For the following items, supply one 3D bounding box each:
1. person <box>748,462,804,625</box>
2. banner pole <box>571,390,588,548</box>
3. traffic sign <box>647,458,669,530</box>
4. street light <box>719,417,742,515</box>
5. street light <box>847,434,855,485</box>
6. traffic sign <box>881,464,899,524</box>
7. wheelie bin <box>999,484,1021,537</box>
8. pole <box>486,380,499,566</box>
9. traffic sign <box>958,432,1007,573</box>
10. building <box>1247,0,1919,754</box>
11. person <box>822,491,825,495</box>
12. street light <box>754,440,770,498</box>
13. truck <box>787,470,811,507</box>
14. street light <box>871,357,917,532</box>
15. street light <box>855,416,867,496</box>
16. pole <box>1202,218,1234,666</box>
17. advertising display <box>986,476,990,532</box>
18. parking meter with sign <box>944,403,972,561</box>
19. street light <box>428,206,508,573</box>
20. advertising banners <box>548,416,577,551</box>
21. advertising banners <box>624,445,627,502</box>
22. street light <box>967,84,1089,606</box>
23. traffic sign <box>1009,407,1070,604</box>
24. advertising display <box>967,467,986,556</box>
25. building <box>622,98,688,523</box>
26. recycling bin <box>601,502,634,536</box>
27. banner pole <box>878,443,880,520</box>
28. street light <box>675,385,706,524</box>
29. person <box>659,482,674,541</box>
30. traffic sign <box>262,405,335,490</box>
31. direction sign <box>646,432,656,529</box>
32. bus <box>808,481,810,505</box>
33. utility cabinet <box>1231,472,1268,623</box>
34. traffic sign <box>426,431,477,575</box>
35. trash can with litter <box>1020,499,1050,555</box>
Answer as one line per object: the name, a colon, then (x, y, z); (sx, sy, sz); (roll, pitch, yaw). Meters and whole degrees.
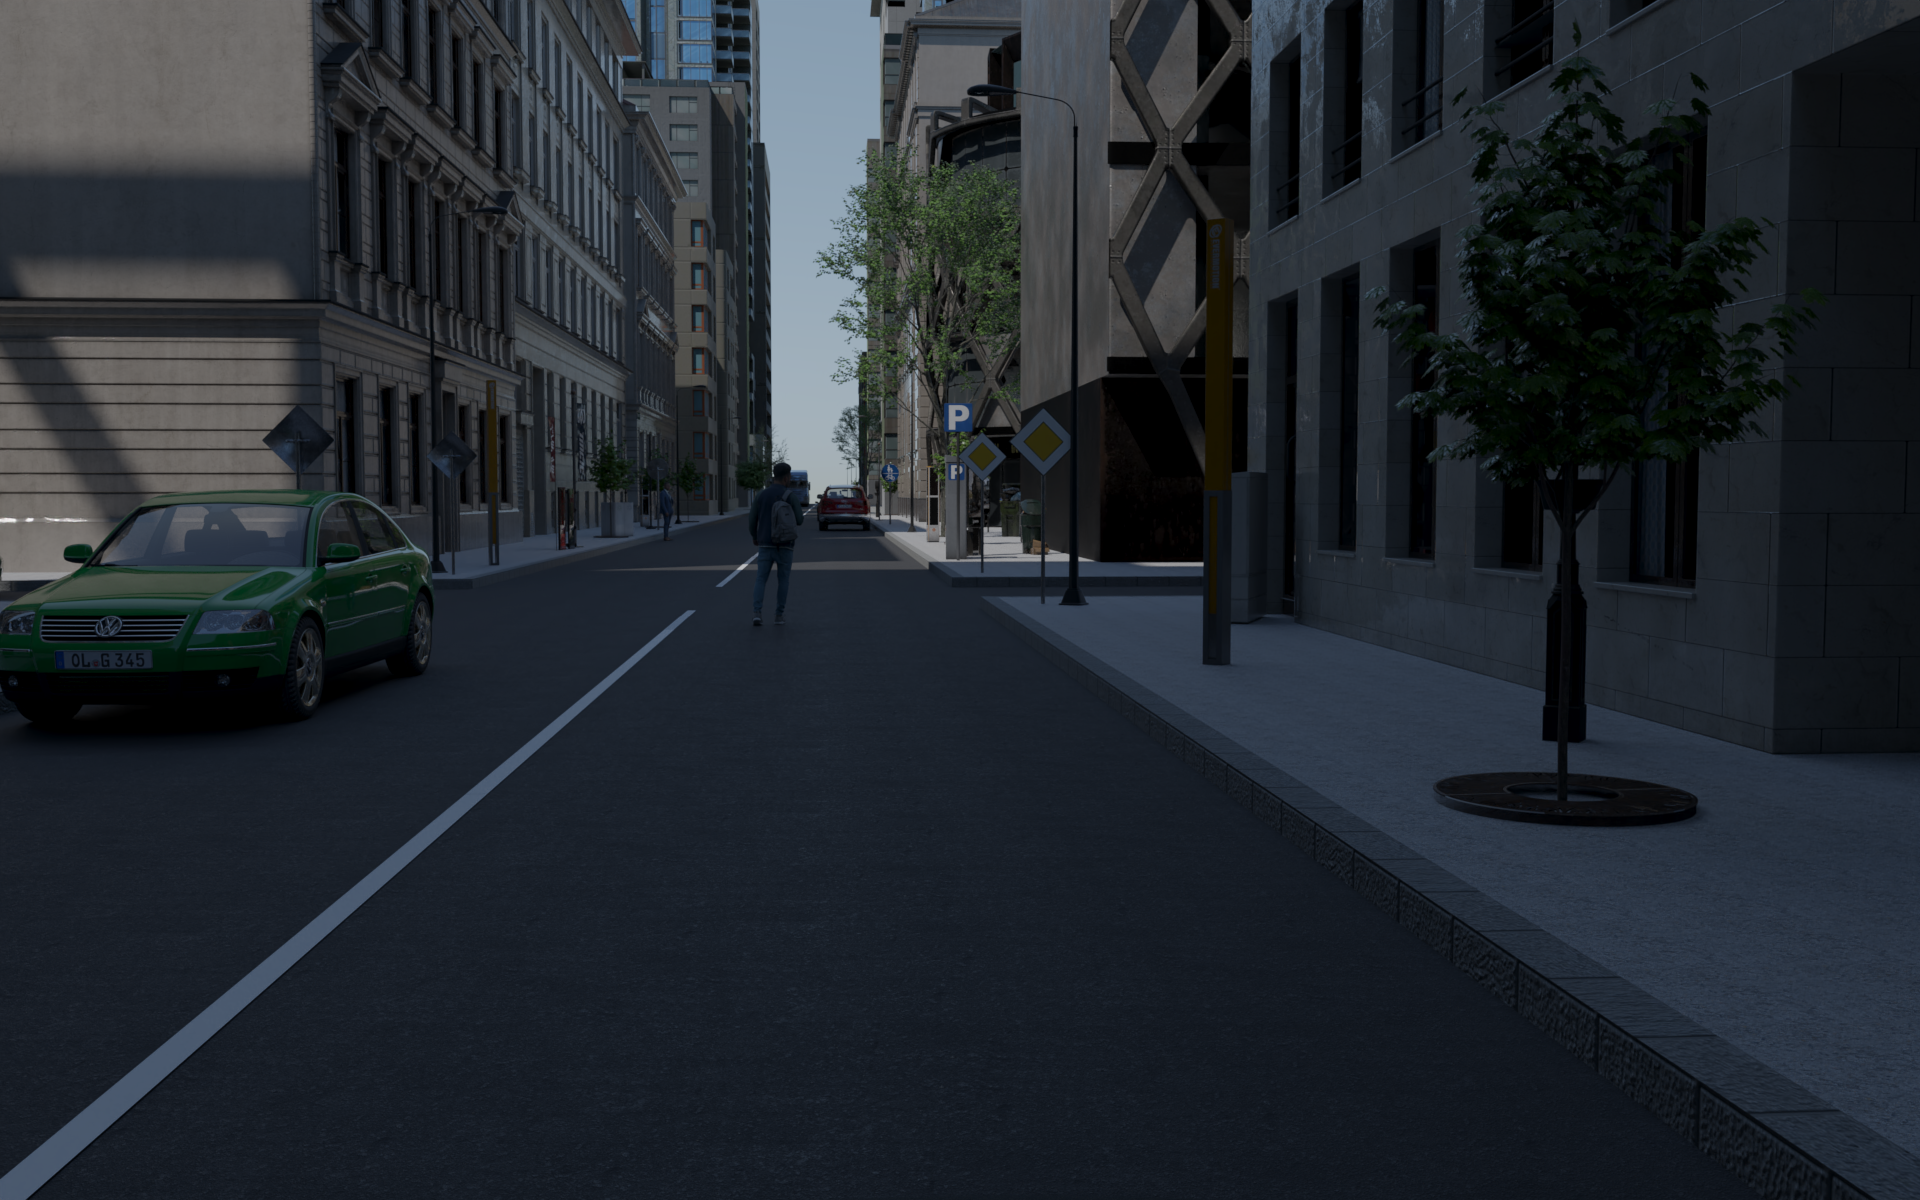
person: (-2.019, -0.623, 19.028); (0.623, 1.781, 0.721); (0, 4, -3)
banner pole: (-9.205, -3.169, 41.828); (0.401, 3.779, 0.863); (1, 4, 16)
traffic sign: (-10.754, -3.765, 61.667); (0.768, 2.556, 0.104); (0, 4, -1)
street light: (-13.826, -8.057, 104.265); (1.470, 5.913, 1.316); (0, 4, -4)
street light: (-7.822, -9.903, 134.458); (1.470, 5.913, 1.316); (0, 4, -4)
traffic sign: (-2.945, -4.463, 73.073); (0.768, 2.556, 0.104); (0, 4, 4)
wheelie bin: (1.607, -2.697, 52.002); (0.980, 1.594, 0.693); (1, 4, 21)
pole: (-8.389, -2.277, 31.077); (0.158, 3.312, 0.155); (0, 3, 0)
traffic sign: (0.360, -1.498, 28.132); (0.795, 2.450, 0.064); (0, 4, -4)
building: (8.995, -9.537, 10.678); (10.420, 20.320, 16.860); (0, 4, -4)
person: (-16.176, -12.145, 207.037); (1.348, 1.831, 0.705); (0, 4, -1)
street light: (-17.194, -10.823, 149.493); (1.470, 5.913, 1.316); (0, 4, -4)
truck: (-18.641, -12.791, 198.884); (2.967, 4.110, 18.799); (0, 4, -5)
street light: (-2.145, -5.219, 57.868); (1.470, 5.913, 1.316); (0, 4, -4)
street light: (-5.338, -7.950, 102.516); (1.470, 5.913, 1.316); (0, 4, -4)
pole: (1.933, -1.169, 12.951); (0.158, 3.312, 0.155); (0, 3, 0)
advertising display: (0.531, -3.213, 57.743); (0.974, 1.923, 0.123); (-1, 4, -16)
parking meter with sign: (-0.054, -2.317, 34.138); (0.543, 3.016, 1.738); (0, 4, -1)
street light: (-7.998, -3.397, 28.085); (1.470, 5.913, 1.316); (0, 4, -4)
advertising banners: (-9.132, -2.663, 39.722); (0.090, 3.025, 2.074); (0, 4, 3)
advertising banners: (-10.651, -3.609, 55.193); (0.090, 3.025, 2.074); (-1, 4, -10)
street light: (0.777, -2.893, 19.848); (1.470, 5.913, 1.316); (0, 4, -4)
traffic sign: (0.965, -1.011, 20.170); (0.795, 2.450, 0.064); (0, 4, -4)
advertising display: (0.279, -1.886, 36.047); (0.123, 1.923, 0.974); (1, 4, 19)
building: (-20.252, -15.324, 86.711); (11.583, 22.565, 21.152); (0, 4, -4)
recycling bin: (-10.411, -2.449, 52.601); (0.722, 1.027, 0.722); (3, 5, 42)
banner pole: (-3.966, -5.795, 84.768); (0.401, 3.779, 0.863); (0, 4, -6)
street light: (-11.480, -6.191, 73.759); (1.470, 5.913, 1.316); (0, 4, -4)
person: (-9.058, -2.737, 53.439); (0.419, 1.800, 0.721); (0, 4, 5)
traffic sign: (-7.456, -0.973, 19.552); (0.795, 2.450, 0.064); (0, 4, -4)
direction sign: (-11.302, -4.357, 63.240); (0.379, 3.537, 0.876); (-1, 4, -12)
bus: (-20.371, -13.739, 219.484); (2.948, 3.499, 13.247); (0, 4, -4)
utility cabinet: (2.871, -0.544, 17.571); (0.318, 1.500, 1.173); (1, 4, 19)
traffic sign: (-8.062, -1.460, 27.514); (0.795, 2.450, 0.064); (0, 4, -4)
trash can with litter: (1.669, -1.558, 36.855); (0.624, 1.170, 1.055); (-1, 4, -16)
